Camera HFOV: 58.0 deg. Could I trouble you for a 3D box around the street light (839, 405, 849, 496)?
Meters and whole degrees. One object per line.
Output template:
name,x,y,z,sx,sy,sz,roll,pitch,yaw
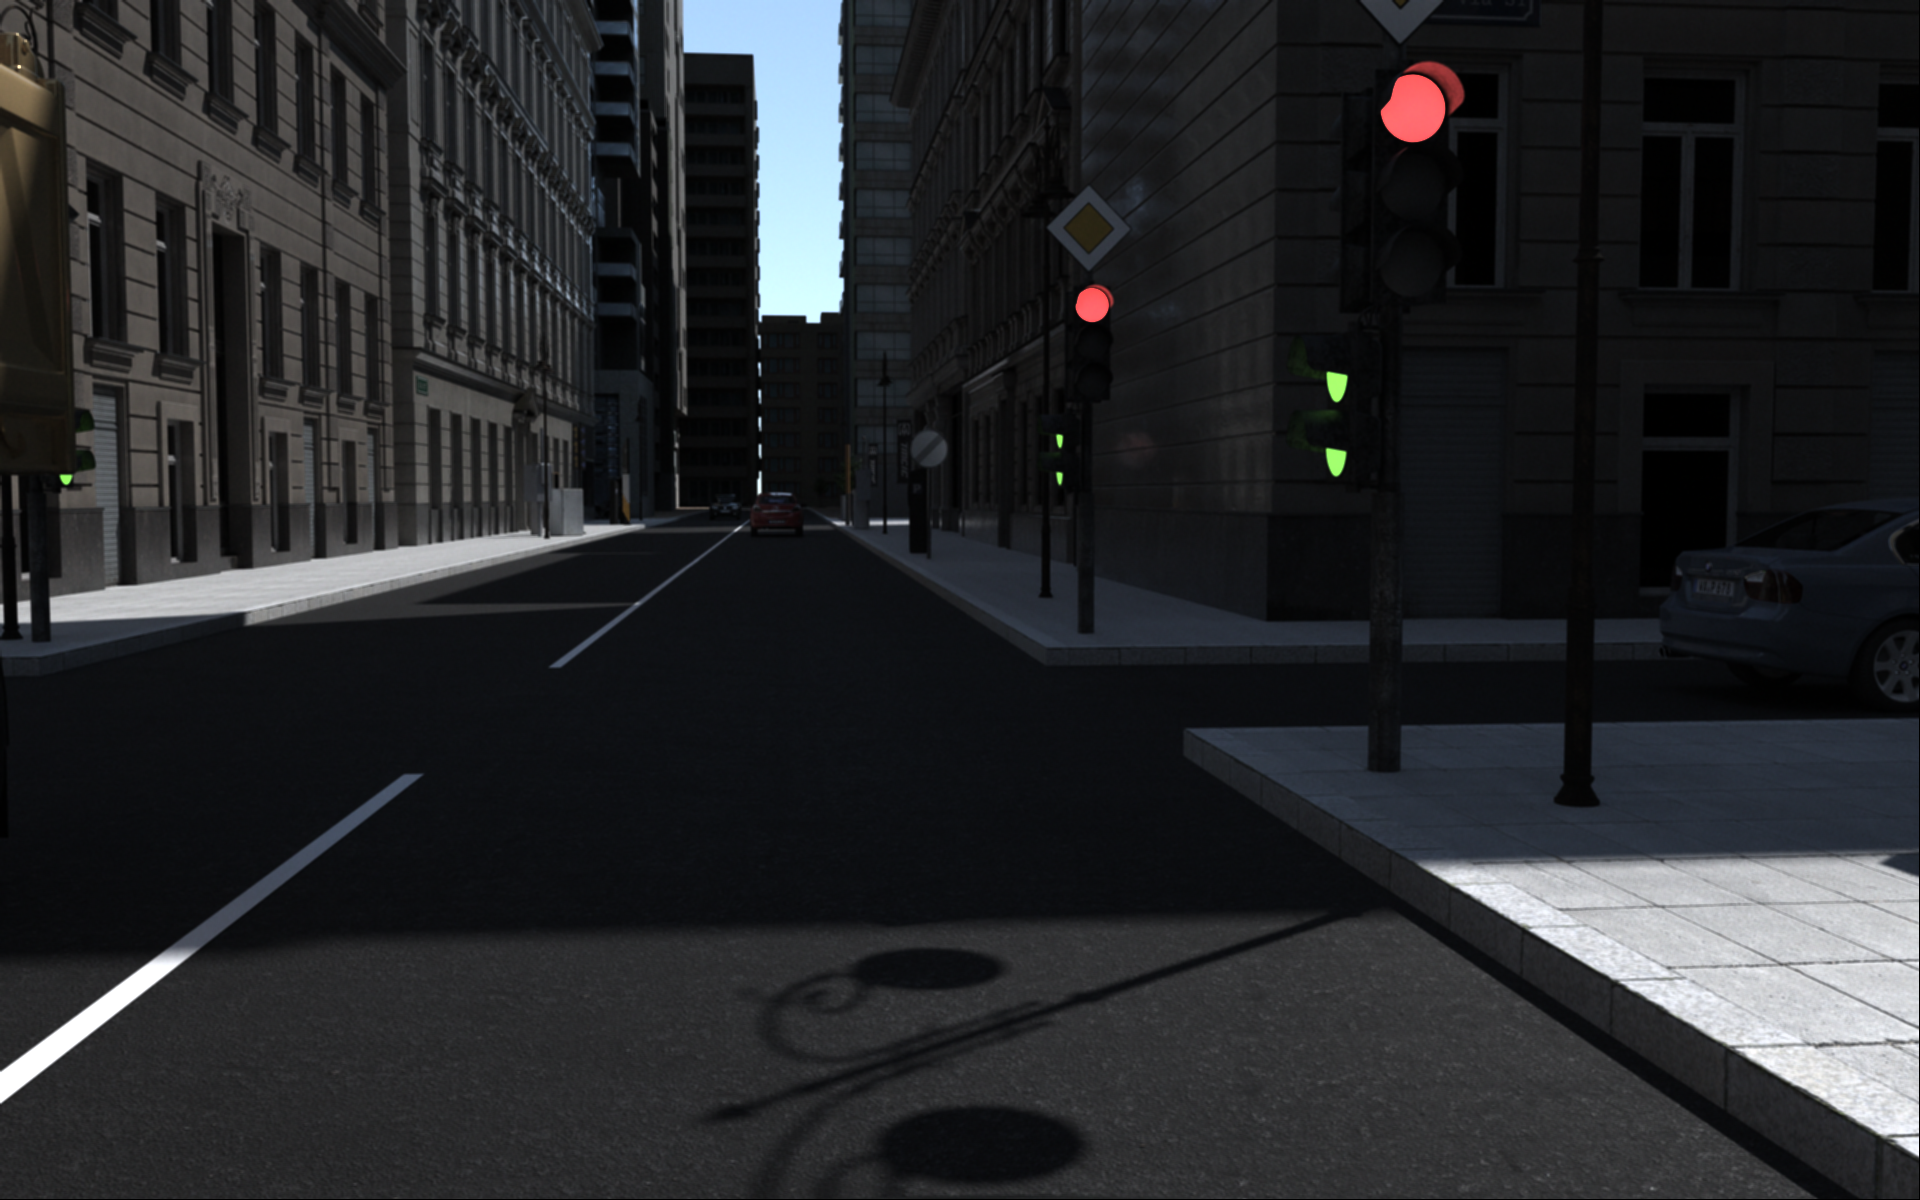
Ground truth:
street light,-6.049,-7.189,90.321,0.468,5.910,1.993,0,4,-6

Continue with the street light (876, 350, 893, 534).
street light,-2.425,-5.080,55.839,0.468,5.910,1.993,0,4,-6

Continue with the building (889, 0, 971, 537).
building,2.465,-13.487,71.428,10.553,20.767,40.483,0,4,-6

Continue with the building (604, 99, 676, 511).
building,-28.449,-21.699,126.487,14.160,30.474,14.107,0,4,-6

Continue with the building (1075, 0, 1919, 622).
building,14.569,-13.831,23.407,25.104,27.353,12.463,0,4,-6

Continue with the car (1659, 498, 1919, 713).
car,7.348,-0.017,12.282,4.499,1.417,2.014,0,4,-6

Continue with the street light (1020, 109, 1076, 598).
street light,1.066,-2.970,21.344,0.468,5.910,1.993,0,4,-6

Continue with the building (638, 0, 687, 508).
building,-37.301,-34.166,147.846,27.495,52.752,28.713,0,4,-6

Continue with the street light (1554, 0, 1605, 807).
street light,2.559,-2.093,7.005,0.468,5.910,1.993,0,4,-6

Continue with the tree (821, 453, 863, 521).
tree,-5.810,-5.729,88.276,1.663,3.219,1.824,0,3,0

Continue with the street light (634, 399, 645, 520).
street light,-15.568,-6.823,84.347,0.468,5.910,1.993,0,4,-6

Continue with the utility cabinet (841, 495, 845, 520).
utility cabinet,-5.629,-4.498,84.707,0.306,1.237,1.020,-1,4,-10

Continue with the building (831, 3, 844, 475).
building,0.796,-32.499,150.972,23.786,49.044,30.456,0,4,-6

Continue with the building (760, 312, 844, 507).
building,-7.098,-21.072,189.572,28.899,21.520,27.650,0,4,-6

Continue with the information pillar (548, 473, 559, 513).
information pillar,-14.075,-3.393,59.969,0.304,2.012,0.304,2,4,26

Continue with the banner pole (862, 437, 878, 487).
banner pole,-3.971,-5.237,75.642,0.863,3.779,0.401,1,4,13

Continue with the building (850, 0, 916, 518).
building,0.660,-25.458,99.840,14.154,41.232,14.086,0,4,-6

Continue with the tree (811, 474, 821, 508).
tree,-13.329,-10.600,167.905,1.663,3.219,1.824,0,3,0

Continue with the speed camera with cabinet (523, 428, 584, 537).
speed camera with cabinet,-12.357,-3.568,52.671,0.660,3.252,2.038,2,4,29

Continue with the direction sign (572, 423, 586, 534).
direction sign,-12.259,-3.901,55.781,0.379,3.537,0.876,1,4,13

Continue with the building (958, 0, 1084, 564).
building,5.732,-10.777,40.826,10.561,19.102,19.286,0,4,-6

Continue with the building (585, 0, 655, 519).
building,-29.387,-48.280,102.054,22.319,86.520,31.000,0,4,-6

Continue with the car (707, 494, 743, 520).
car,-13.130,-5.331,96.946,2.009,1.686,4.222,0,4,-7

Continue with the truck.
truck,-4.199,-0.364,1.882,3.469,3.379,9.791,0,4,-6

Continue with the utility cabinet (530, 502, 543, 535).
utility cabinet,-13.308,-2.651,54.512,0.306,1.237,1.020,0,4,-8

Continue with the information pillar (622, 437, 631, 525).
information pillar,-13.852,-4.923,71.851,0.183,3.616,0.504,-3,4,-39

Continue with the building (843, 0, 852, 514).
building,2.350,-35.395,120.701,21.231,58.520,28.212,0,4,-6

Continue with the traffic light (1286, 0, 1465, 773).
traffic light,1.952,-1.163,7.932,0.839,4.253,0.868,0,4,-6

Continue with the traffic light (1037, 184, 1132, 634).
traffic light,1.144,-1.649,15.876,0.839,4.253,0.868,0,4,-6

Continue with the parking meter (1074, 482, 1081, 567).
parking meter,2.155,-1.531,30.739,0.255,1.863,0.399,0,4,6

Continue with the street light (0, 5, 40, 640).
street light,-8.391,-2.590,15.140,0.468,5.910,1.993,0,4,-6

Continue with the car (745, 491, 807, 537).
car,-6.353,-3.114,59.950,2.155,1.783,4.494,0,4,-6

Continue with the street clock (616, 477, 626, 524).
street clock,-14.311,-4.209,73.385,0.471,2.002,0.358,-3,5,-41

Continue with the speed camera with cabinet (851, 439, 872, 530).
speed camera with cabinet,-3.616,-4.217,63.282,0.660,3.252,2.038,0,4,-8

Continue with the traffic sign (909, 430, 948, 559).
traffic sign,-0.615,-2.090,34.275,0.768,2.556,0.104,0,4,-2

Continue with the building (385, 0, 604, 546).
building,-23.371,-17.480,62.219,17.030,29.872,44.131,0,4,-6

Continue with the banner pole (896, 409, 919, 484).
banner pole,-1.487,-3.725,50.916,0.863,3.779,0.401,1,4,22

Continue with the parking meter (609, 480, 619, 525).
parking meter,-14.549,-4.105,72.834,0.255,1.863,0.399,1,4,14

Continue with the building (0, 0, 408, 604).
building,-17.641,-14.078,27.436,12.463,27.353,25.104,0,4,-6

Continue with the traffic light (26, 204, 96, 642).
traffic light,-7.969,-1.591,14.937,0.839,4.253,0.868,0,4,-6

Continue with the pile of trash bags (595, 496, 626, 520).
pile of trash bags,-18.382,-4.770,87.735,3.447,1.369,1.912,2,4,35

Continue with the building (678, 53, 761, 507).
building,-32.113,-34.227,183.314,21.600,48.544,21.300,0,4,-6

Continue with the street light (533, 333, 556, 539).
street light,-11.892,-4.703,49.687,0.468,5.910,1.993,0,4,-6

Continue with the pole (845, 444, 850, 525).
pole,-4.597,-4.713,70.905,0.158,3.312,0.155,0,3,0

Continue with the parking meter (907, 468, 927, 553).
parking meter,-0.924,-1.948,37.560,0.399,1.863,0.255,1,4,8
